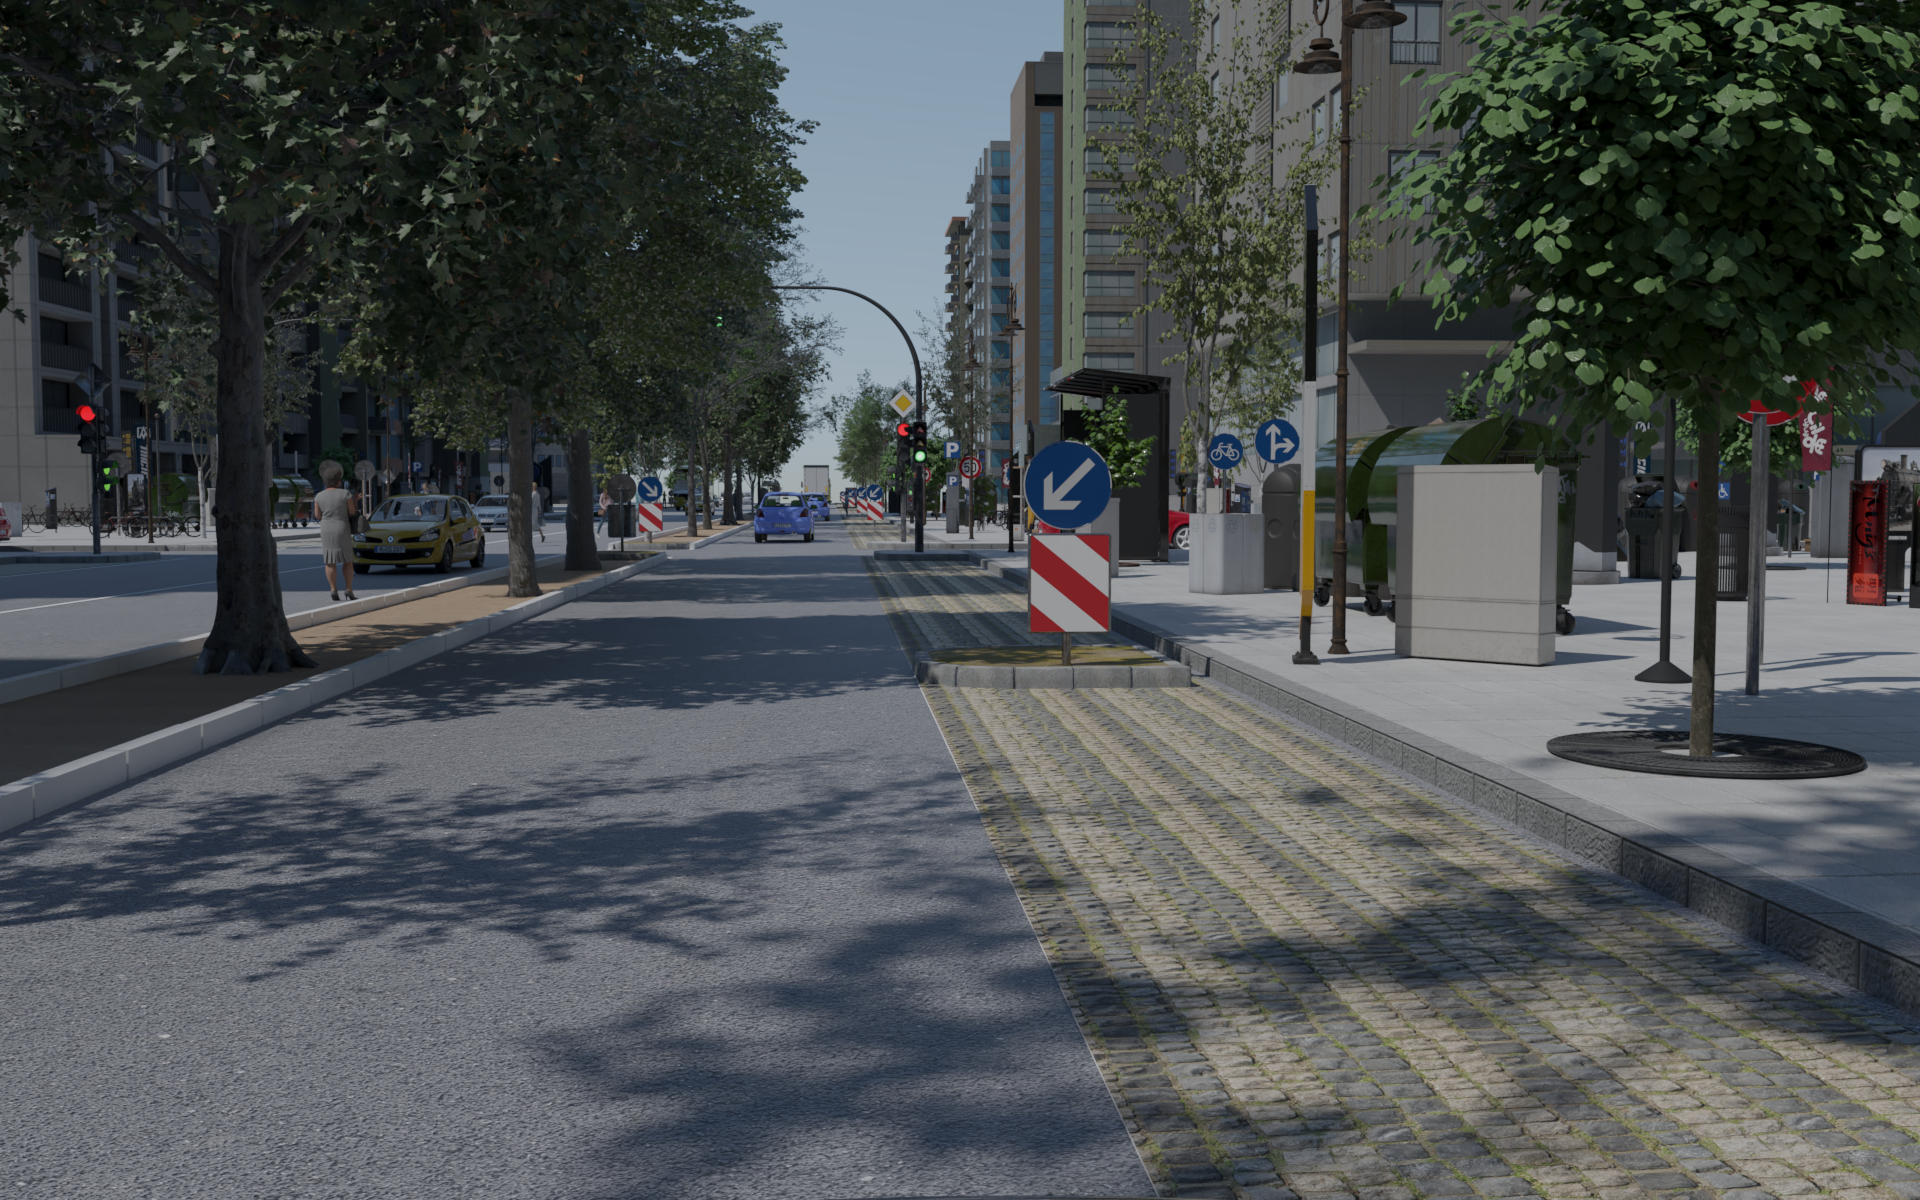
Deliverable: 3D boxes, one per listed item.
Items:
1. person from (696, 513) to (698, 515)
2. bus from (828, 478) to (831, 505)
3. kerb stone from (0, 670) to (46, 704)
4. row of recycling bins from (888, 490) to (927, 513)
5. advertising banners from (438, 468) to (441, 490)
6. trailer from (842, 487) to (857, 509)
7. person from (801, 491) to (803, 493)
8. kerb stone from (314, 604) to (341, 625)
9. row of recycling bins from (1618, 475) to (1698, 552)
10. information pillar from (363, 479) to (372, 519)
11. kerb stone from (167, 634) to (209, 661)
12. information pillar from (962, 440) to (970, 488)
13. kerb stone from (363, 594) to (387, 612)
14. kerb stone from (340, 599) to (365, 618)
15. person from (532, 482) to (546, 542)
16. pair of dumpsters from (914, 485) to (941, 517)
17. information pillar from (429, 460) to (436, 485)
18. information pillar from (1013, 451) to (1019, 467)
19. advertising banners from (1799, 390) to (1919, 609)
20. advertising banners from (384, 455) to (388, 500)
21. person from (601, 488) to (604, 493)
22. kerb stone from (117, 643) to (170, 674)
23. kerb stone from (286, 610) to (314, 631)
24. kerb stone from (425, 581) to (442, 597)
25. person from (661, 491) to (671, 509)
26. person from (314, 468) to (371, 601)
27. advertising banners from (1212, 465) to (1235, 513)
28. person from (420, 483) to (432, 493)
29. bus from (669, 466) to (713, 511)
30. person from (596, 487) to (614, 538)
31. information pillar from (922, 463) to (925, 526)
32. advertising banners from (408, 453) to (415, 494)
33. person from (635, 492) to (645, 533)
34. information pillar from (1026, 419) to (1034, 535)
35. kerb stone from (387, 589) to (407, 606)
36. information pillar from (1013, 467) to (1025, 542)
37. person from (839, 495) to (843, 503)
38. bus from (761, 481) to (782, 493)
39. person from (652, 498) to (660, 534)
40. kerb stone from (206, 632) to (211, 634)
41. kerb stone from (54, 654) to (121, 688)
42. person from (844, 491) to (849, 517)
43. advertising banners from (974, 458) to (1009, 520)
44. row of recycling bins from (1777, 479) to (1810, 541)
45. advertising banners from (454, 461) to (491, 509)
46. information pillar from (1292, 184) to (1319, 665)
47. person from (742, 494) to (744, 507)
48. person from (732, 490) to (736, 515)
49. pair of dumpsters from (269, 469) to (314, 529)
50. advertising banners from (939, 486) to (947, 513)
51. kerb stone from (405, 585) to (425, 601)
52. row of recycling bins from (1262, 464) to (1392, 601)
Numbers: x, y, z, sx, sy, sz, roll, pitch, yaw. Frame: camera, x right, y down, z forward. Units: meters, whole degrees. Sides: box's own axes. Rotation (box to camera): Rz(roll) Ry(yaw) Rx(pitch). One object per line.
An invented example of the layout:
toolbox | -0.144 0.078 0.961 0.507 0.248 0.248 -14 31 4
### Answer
person | -18.220 -6.624 118.617 0.589 1.601 0.330 1 4 15
bus | -18.685 -14.749 232.692 2.896 3.916 12.252 0 4 -5
kerb stone | -6.590 0.618 12.138 0.120 0.150 1.000 0 4 -4
row of recycling bins | -3.529 -6.657 115.953 1.069 1.692 3.534 -3 5 -44
advertising banners | -34.894 -7.273 115.095 0.090 3.025 2.074 -3 5 -40
trailer | -9.435 -8.732 149.813 1.471 1.999 3.904 0 4 -5
person | -14.751 -9.313 161.700 0.436 1.711 0.756 -3 5 -40
kerb stone | -7.123 0.178 19.289 0.120 0.150 1.000 0 4 -4
row of recycling bins | 15.774 -1.918 38.475 3.534 1.692 1.069 -3 4 -37
information pillar | -24.631 -4.127 71.973 0.304 2.012 0.304 -1 4 -10
kerb stone | -6.829 0.432 15.202 0.120 0.150 1.000 0 4 -4
information pillar | 0.302 -4.885 71.221 0.504 3.616 0.183 2 4 29
kerb stone | -7.281 0.053 21.332 0.120 0.150 1.000 0 4 -4
kerb stone | -7.204 0.115 20.312 0.120 0.150 1.000 0 4 -4
person | -12.603 -2.594 51.262 0.624 1.780 0.694 2 4 28
pair of dumpsters | -1.830 -5.824 97.722 1.574 2.255 4.437 0 4 -4
information pillar | -36.295 -7.822 119.249 0.183 3.616 0.504 3 4 38
information pillar | 2.964 -6.258 93.670 0.504 3.616 0.183 2 4 26
advertising banners | 10.453 -1.446 19.836 0.090 3.025 2.074 -2 4 -28
advertising banners | -23.777 -4.627 71.841 0.090 3.025 2.074 -1 4 -13
person | -23.024 -6.245 110.872 0.573 1.790 0.520 -2 4 -28
kerb stone | -6.742 0.490 14.183 0.120 0.150 1.000 0 4 -4
kerb stone | -7.049 0.240 18.269 0.120 0.150 1.000 0 4 -4
kerb stone | -7.510 -0.133 24.403 0.120 0.150 1.000 0 4 -4
person | -28.309 -9.588 165.979 1.217 1.735 0.721 -2 4 -24
person | -8.293 -0.886 23.342 0.716 1.782 0.532 0 4 -5
advertising banners | 8.120 -3.449 52.584 0.090 3.025 2.074 -1 4 -18
person | -18.741 -3.199 60.828 0.581 1.822 0.654 -1 4 -15
bus | -23.568 -9.870 152.928 2.896 3.916 12.252 0 4 -4
person | -11.578 -2.899 56.493 0.643 1.750 0.593 3 5 45
information pillar | -1.597 -4.825 70.235 0.183 3.616 0.504 2 4 24
advertising banners | -23.609 -4.793 74.551 0.090 3.025 2.074 -1 4 -12
person | -11.840 -3.383 63.676 0.748 1.841 0.638 0 4 -3
information pillar | 2.213 -3.826 53.918 0.183 3.616 0.504 -1 4 -11
kerb stone | -7.359 -0.001 22.360 0.120 0.150 1.000 0 4 -4
information pillar | 1.565 -2.591 46.859 0.304 2.012 0.304 1 4 17
person | -18.217 -15.952 269.274 1.348 1.831 0.705 2 4 34
bus | -25.825 -14.769 236.334 2.948 3.499 13.247 0 4 -6
person | -10.981 -3.250 62.308 0.731 1.740 0.598 2 4 27
kerb stone | -6.900 0.365 16.222 0.120 0.150 1.000 0 4 -4
kerb stone | -6.662 0.552 13.164 0.120 0.150 1.000 0 4 -4
person | -7.024 -5.923 107.146 0.330 1.601 0.589 0 4 5
advertising banners | 1.547 -5.415 84.715 2.074 3.025 0.090 -1 4 -9
row of recycling bins | 21.660 -2.512 48.176 3.534 1.692 1.069 1 4 16
advertising banners | -26.071 -5.899 92.629 2.074 3.025 0.090 -3 5 -40
information pillar | 2.613 -1.323 12.984 0.183 3.616 0.504 1 4 9
person | -24.175 -11.198 191.678 0.705 1.812 1.348 1 4 11
person | -15.146 -6.658 117.544 0.709 1.800 0.728 -1 4 -23
pair of dumpsters | -25.622 -3.818 64.914 1.574 2.255 4.437 0 4 -4
advertising banners | -0.938 -7.338 116.172 2.074 3.025 0.090 1 4 11
kerb stone | -7.432 -0.072 23.383 0.120 0.150 1.000 0 4 -4
row of recycling bins | 4.983 -0.925 22.243 1.069 1.692 3.534 -1 4 -21
